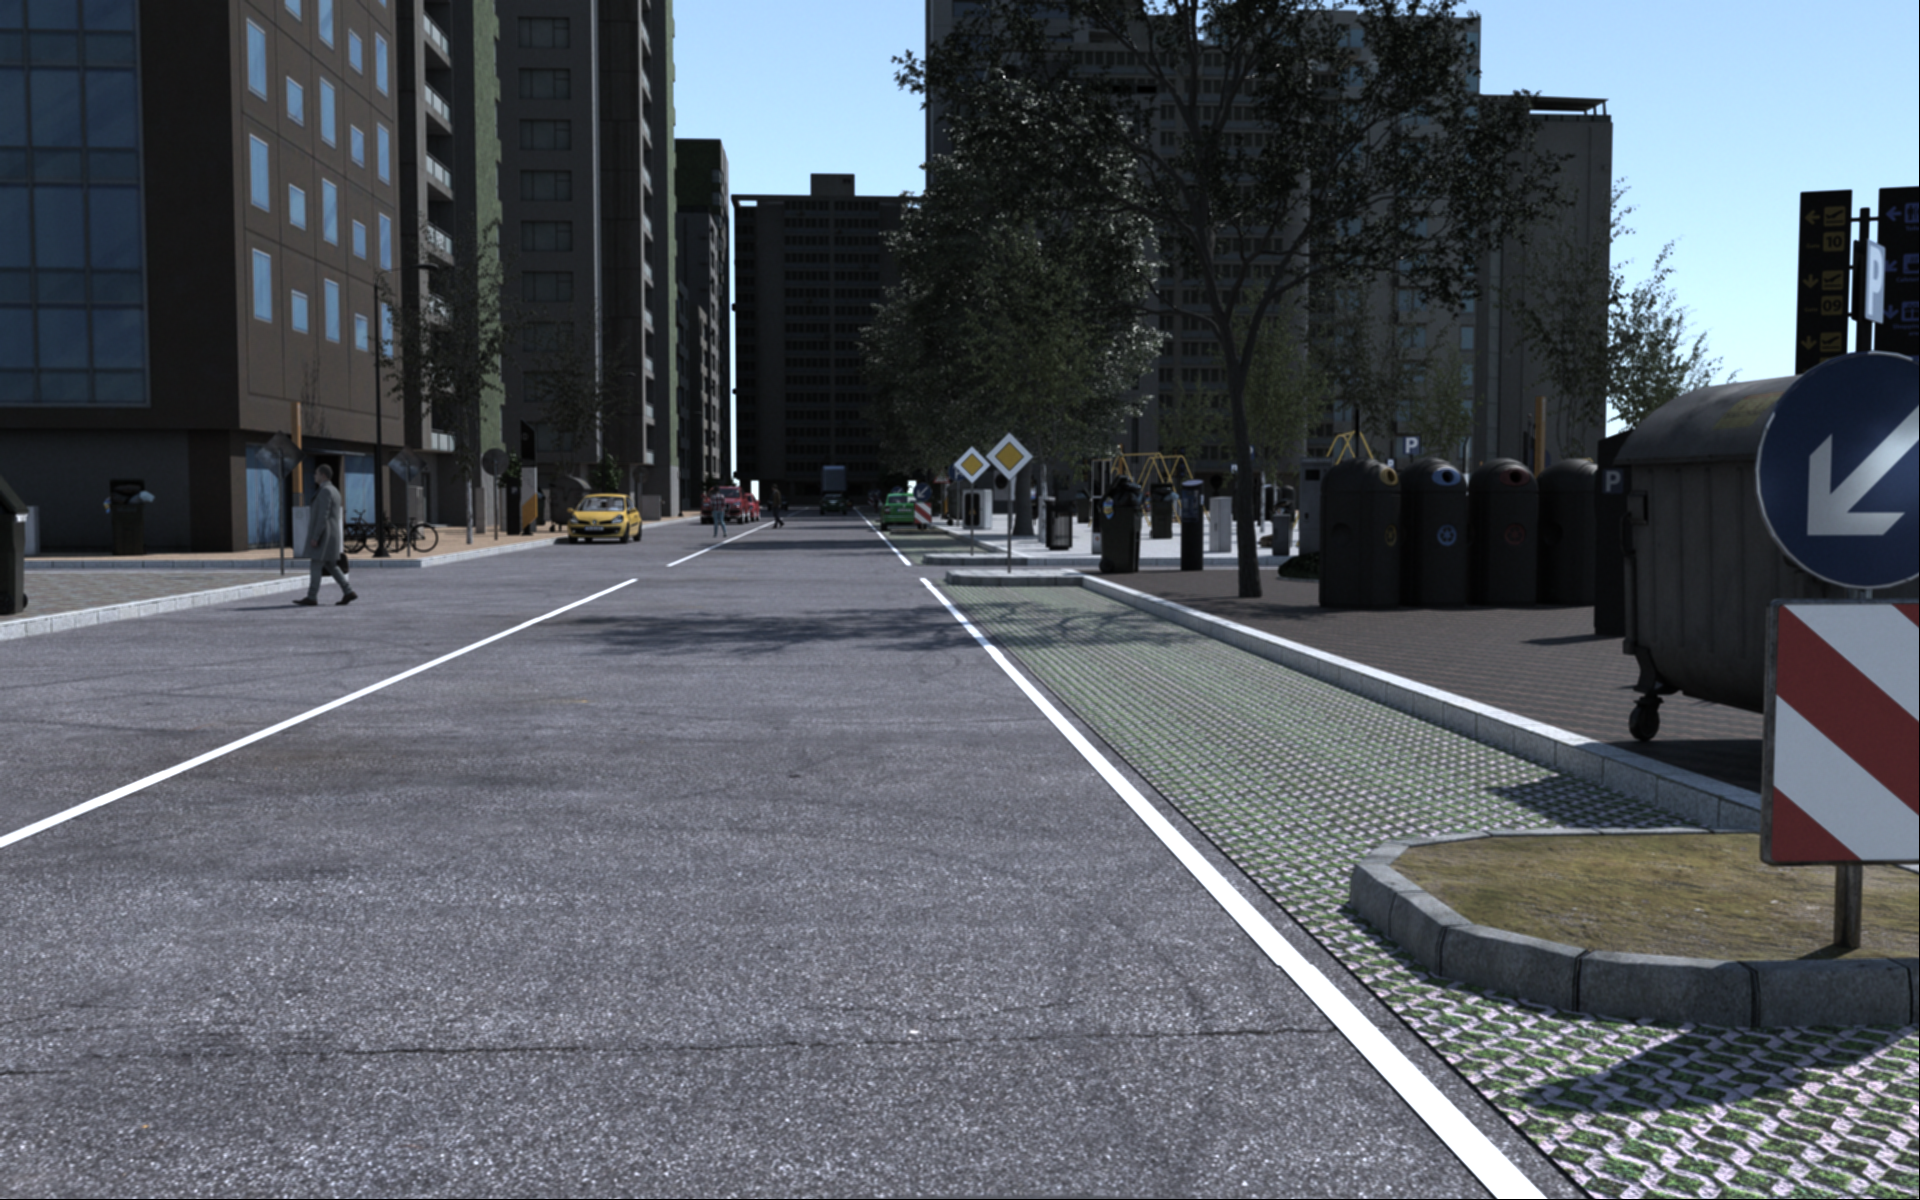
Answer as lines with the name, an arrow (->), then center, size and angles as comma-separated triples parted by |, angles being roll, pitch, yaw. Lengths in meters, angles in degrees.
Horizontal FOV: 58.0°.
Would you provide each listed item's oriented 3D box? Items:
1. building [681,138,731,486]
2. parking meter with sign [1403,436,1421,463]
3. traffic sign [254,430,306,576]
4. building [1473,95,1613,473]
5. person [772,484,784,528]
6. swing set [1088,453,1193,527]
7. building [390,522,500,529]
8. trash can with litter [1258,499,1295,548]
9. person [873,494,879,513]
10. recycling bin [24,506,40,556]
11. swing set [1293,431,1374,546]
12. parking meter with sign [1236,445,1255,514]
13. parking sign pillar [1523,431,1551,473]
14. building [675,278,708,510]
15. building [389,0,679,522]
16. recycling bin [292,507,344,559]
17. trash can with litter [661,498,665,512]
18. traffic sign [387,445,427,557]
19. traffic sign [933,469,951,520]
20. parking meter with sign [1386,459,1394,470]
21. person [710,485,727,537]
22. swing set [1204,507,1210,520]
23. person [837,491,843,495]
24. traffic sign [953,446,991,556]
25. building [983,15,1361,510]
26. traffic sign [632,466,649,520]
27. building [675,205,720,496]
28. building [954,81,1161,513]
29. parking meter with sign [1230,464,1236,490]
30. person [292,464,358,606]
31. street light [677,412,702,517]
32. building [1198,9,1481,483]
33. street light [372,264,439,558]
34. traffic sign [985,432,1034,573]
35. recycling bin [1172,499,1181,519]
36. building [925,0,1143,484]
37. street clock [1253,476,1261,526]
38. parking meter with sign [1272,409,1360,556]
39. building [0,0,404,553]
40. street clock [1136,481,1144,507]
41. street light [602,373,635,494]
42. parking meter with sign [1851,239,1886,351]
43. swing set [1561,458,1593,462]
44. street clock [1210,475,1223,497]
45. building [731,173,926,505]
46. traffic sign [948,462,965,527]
building -> -34.152, -31.710, 202.058 | 14.086, 41.232, 14.154 | 0, 4, -4
parking meter with sign -> 14.128, -3.460, 52.839 | 0.543, 3.016, 1.738 | 3, 5, 39
traffic sign -> -10.674, -1.443, 27.233 | 0.795, 2.450, 0.064 | 0, 4, -4
building -> 58.184, -30.433, 181.173 | 14.086, 41.232, 14.154 | 0, 4, -4
person -> -7.705, -3.936, 72.768 | 0.656, 1.842, 0.836 | 2, 4, 34
swing set -> 6.948, -4.229, 66.763 | 2.862, 2.851, 3.119 | -2, 4, -26
building -> -25.763, -23.325, 64.960 | 14.154, 41.232, 14.086 | 0, 4, -4
trash can with litter -> 7.525, -1.837, 41.427 | 0.624, 1.170, 1.055 | -2, 4, -30
person -> -6.279, -7.222, 129.808 | 0.421, 1.427, 0.697 | 1, 4, 12
recycling bin -> -19.498, -1.424, 35.837 | 0.722, 1.027, 0.722 | -1, 4, -21
swing set -> 9.815, -2.824, 43.791 | 2.862, 2.851, 3.119 | 0, 4, 5
parking meter with sign -> 10.323, -4.032, 62.184 | 0.543, 3.016, 1.738 | 1, 4, 11
parking sign pillar -> 24.876, -5.268, 74.601 | 1.447, 3.967, 1.447 | -2, 4, -24
building -> -37.230, -18.786, 152.192 | 27.650, 21.520, 28.899 | 0, 4, -4
building -> -23.083, -25.078, 93.614 | 14.154, 41.232, 14.086 | 0, 4, -4
recycling bin -> -12.842, -1.352, 34.651 | 0.722, 1.027, 0.722 | 1, 4, 11
trash can with litter -> -15.021, -4.547, 85.732 | 0.624, 1.170, 1.055 | 0, 4, 2
traffic sign -> -11.221, -1.930, 35.200 | 0.795, 2.450, 0.064 | 0, 4, -4
traffic sign -> -0.899, -5.188, 84.829 | 0.884, 2.594, 0.081 | 0, 4, 1
parking meter with sign -> 20.855, -5.531, 86.699 | 0.543, 3.016, 1.738 | -3, 4, -36
person -> -8.076, -2.964, 57.798 | 0.563, 1.720, 0.643 | -2, 4, -27
swing set -> 8.528, -4.516, 71.455 | 2.862, 2.851, 3.119 | -1, 4, -19
person -> -9.884, -8.209, 143.527 | 0.445, 1.727, 0.742 | 1, 4, 17
traffic sign -> 0.247, -1.977, 35.964 | 0.795, 2.450, 0.064 | 0, 4, -4
building -> 14.237, -27.698, 144.746 | 32.217, 40.220, 23.993 | 0, 4, -4
traffic sign -> -14.612, -4.843, 79.282 | 0.768, 2.556, 0.104 | 0, 4, -1
building -> -31.554, -24.655, 174.811 | 14.107, 30.474, 14.160 | 0, 4, -4
building -> 6.424, -21.621, 125.207 | 14.160, 30.474, 14.107 | 0, 4, -4
parking meter with sign -> 16.318, -6.383, 100.623 | 0.543, 3.016, 1.738 | -1, 4, -19
person -> -8.176, -0.835, 22.252 | 0.767, 1.812, 0.694 | 0, 4, -6
street light -> -15.359, -7.701, 98.455 | 1.470, 5.913, 1.316 | 0, 4, -4
building -> 36.075, -33.953, 174.746 | 30.456, 49.044, 23.786 | 0, 4, -4
street light -> -11.207, -3.821, 35.019 | 1.470, 5.913, 1.316 | 0, 4, -4
traffic sign -> 0.795, -1.490, 27.998 | 0.795, 2.450, 0.064 | 0, 4, -4
recycling bin -> 10.429, -4.375, 84.091 | 0.722, 1.027, 0.722 | 0, 4, -7
building -> 7.098, -38.398, 169.813 | 21.231, 58.520, 28.212 | 0, 4, -4
street clock -> 12.001, -3.951, 69.168 | 0.358, 2.002, 0.471 | 0, 4, -2
parking meter with sign -> 7.367, -2.422, 35.861 | 1.738, 3.016, 0.543 | 1, 4, 14
building -> -22.962, -24.022, 42.873 | 14.600, 45.320, 14.200 | 0, 4, -4
street clock -> 9.821, -5.504, 94.563 | 0.358, 2.002, 0.471 | -2, 4, -31
street light -> -13.185, -5.759, 66.704 | 1.470, 5.913, 1.316 | 0, 4, -4
parking meter with sign -> 6.945, -0.937, 11.578 | 1.738, 3.016, 0.543 | 3, 5, 40
swing set -> 27.408, -4.871, 77.259 | 2.862, 2.851, 3.119 | 0, 4, -3
street clock -> 9.653, -3.713, 65.280 | 0.471, 2.002, 0.358 | 0, 4, 7
building -> -15.608, -31.856, 212.723 | 23.993, 40.220, 32.217 | 0, 4, -4
traffic sign -> -0.082, -4.146, 67.895 | 0.768, 2.556, 0.104 | 0, 4, 5
